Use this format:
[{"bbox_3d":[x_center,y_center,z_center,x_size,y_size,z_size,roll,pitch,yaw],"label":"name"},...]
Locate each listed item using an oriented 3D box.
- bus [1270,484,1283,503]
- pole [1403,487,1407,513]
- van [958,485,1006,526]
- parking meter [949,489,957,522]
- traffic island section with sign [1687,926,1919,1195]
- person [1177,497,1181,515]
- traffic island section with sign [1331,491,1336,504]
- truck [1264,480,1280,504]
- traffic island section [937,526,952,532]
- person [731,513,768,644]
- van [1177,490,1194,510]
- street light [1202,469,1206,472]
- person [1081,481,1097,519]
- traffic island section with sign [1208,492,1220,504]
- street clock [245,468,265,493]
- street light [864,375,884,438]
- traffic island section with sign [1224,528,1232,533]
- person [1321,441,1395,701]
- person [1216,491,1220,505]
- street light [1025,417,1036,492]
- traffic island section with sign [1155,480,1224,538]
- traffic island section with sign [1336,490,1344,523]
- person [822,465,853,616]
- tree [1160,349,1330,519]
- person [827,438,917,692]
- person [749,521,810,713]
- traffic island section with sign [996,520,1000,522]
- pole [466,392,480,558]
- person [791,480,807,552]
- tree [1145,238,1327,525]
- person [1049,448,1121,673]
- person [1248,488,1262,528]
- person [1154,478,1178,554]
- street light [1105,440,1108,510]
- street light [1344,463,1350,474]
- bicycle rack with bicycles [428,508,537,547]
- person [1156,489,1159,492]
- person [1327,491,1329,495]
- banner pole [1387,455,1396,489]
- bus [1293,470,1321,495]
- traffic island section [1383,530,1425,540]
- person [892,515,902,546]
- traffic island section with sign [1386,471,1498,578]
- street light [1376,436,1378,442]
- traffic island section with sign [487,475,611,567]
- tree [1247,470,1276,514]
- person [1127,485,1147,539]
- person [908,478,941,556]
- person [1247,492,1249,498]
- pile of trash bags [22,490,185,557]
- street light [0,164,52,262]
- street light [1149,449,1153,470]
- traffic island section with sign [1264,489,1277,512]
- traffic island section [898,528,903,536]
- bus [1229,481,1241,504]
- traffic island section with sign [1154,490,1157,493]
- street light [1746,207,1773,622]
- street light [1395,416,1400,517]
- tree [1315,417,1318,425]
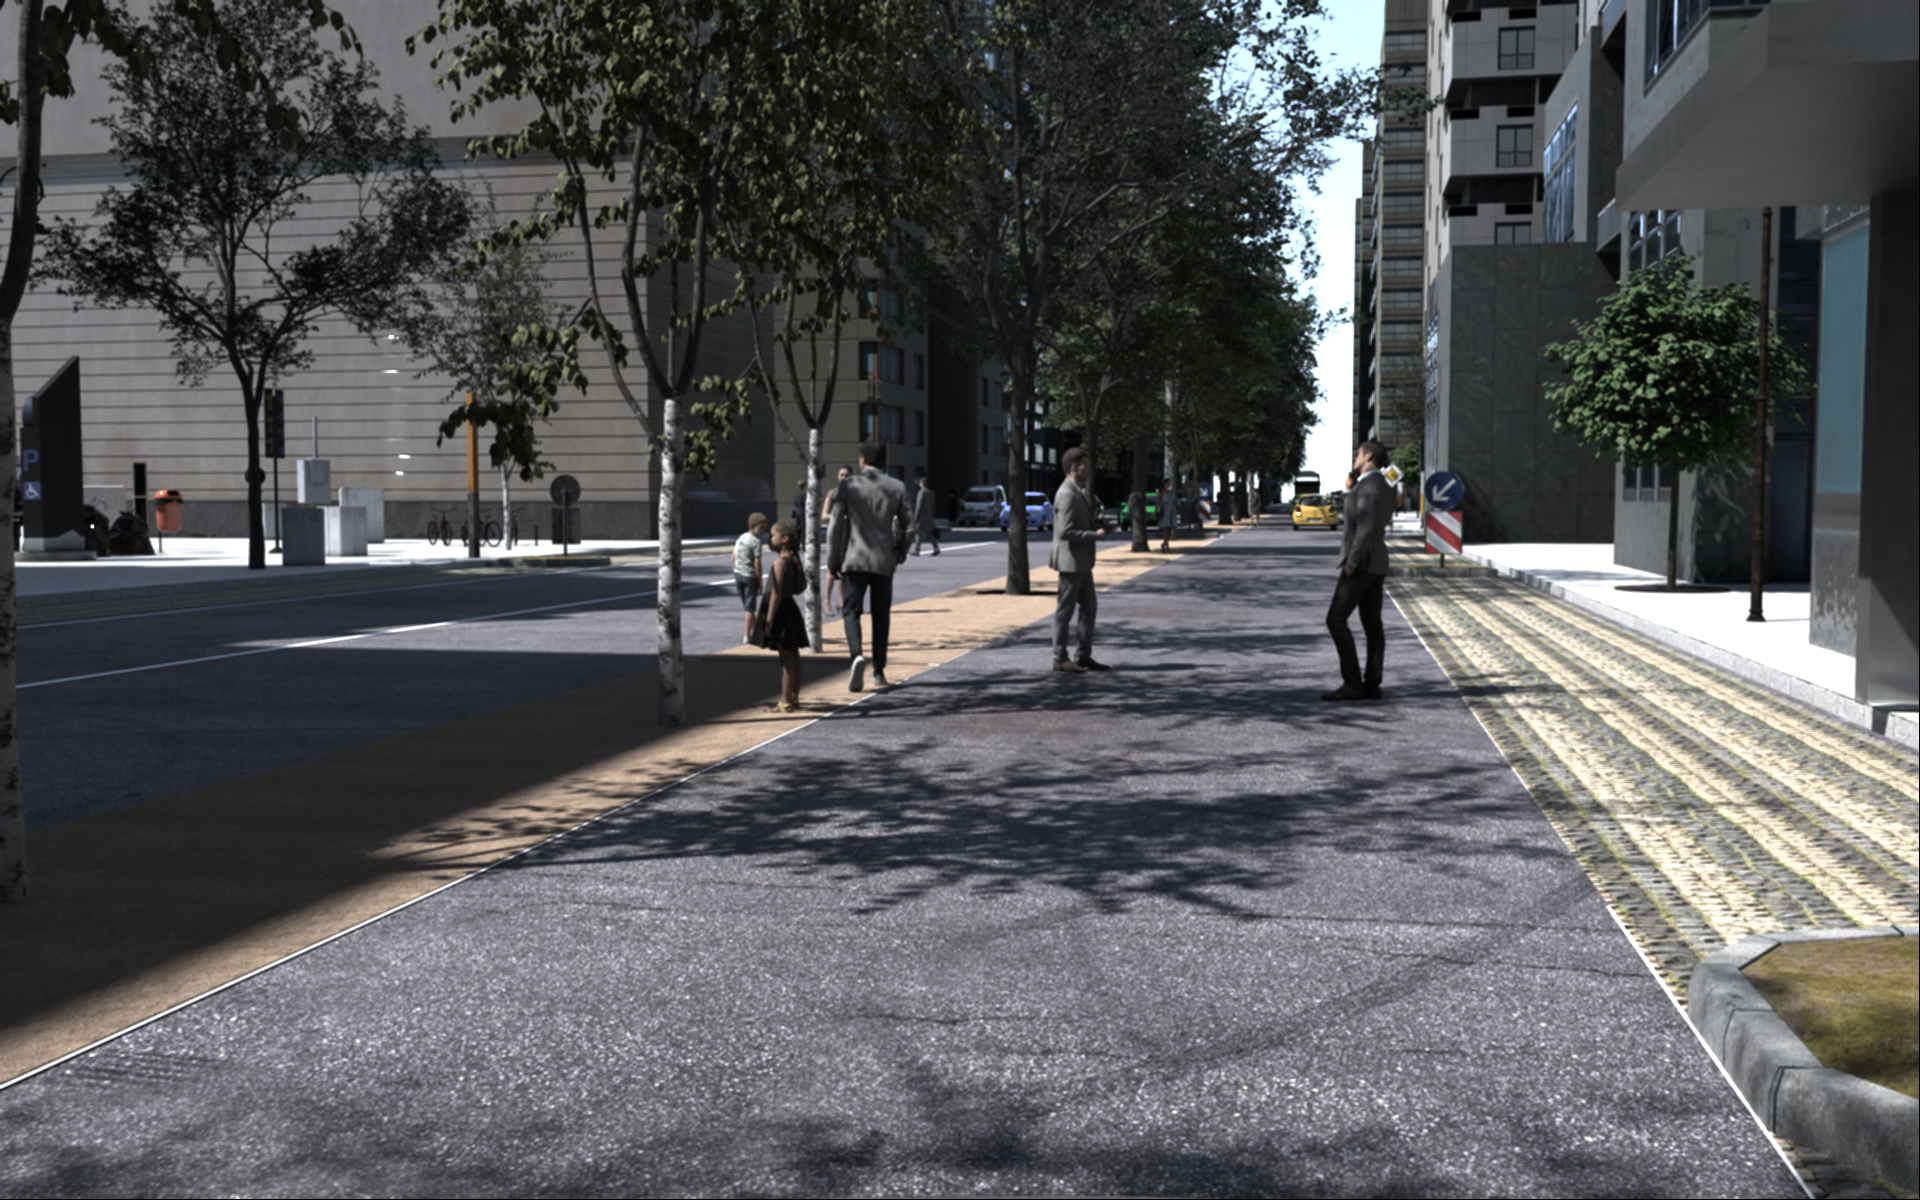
[{"bbox_3d":[52.162,-17.911,287.703,2.948,3.499,13.247,1,4,12],"label":"bus"},{"bbox_3d":[29.504,-7.397,114.777,0.158,3.312,0.155,0,3,0],"label":"pole"},{"bbox_3d":[1.018,-4.325,77.724,2.013,2.044,4.112,1,4,11],"label":"van"},{"bbox_3d":[-0.341,-4.348,79.497,0.372,1.533,0.369,0,3,0],"label":"parking meter"},{"bbox_3d":[2.871,0.280,4.053,1.989,1.847,2.006,1,4,12],"label":"traffic island section with sign"},{"bbox_3d":[14.972,-6.414,118.388,0.382,1.210,0.505,2,4,35],"label":"person"},{"bbox_3d":[25.231,-6.327,112.080,1.989,1.847,2.006,1,4,12],"label":"traffic island section with sign"},{"bbox_3d":[47.312,-16.757,263.727,2.967,4.110,18.799,1,4,11],"label":"truck"},{"bbox_3d":[-1.483,-2.721,66.762,2.009,0.180,2.903,1,4,12],"label":"traffic island section"},{"bbox_3d":[-2.022,-0.213,16.663,0.352,1.250,0.332,-1,4,-12],"label":"person"},{"bbox_3d":[20.523,-9.277,158.692,2.013,2.044,4.112,1,4,11],"label":"van"},{"bbox_3d":[36.824,-17.655,261.449,0.468,5.910,1.993,1,4,12],"label":"street light"},{"bbox_3d":[3.362,-2.339,47.022,0.678,1.792,0.850,-1,4,-9],"label":"person"},{"bbox_3d":[35.532,-14.493,245.593,1.989,1.847,2.006,1,4,12],"label":"traffic island section with sign"},{"bbox_3d":[-19.101,-2.594,46.974,0.358,2.002,0.471,3,5,43],"label":"street clock"},{"bbox_3d":[-3.334,-5.782,67.328,0.468,5.910,1.993,1,4,12],"label":"street light"},{"bbox_3d":[9.027,-3.432,64.245,2.006,1.907,1.989,1,4,12],"label":"traffic island section with sign"},{"bbox_3d":[2.789,-0.210,12.113,0.473,1.802,0.592,3,5,44],"label":"person"},{"bbox_3d":[32.563,-12.858,218.869,0.705,1.807,1.348,-1,4,-17],"label":"person"},{"bbox_3d":[4.221,-8.030,104.072,0.468,5.910,1.993,1,4,12],"label":"street light"},{"bbox_3d":[7.516,-2.988,56.992,2.006,1.907,1.989,1,4,12],"label":"traffic island section with sign"},{"bbox_3d":[19.646,-4.678,85.111,1.989,1.847,2.006,1,4,12],"label":"traffic island section with sign"},{"bbox_3d":[-1.398,-0.714,20.518,0.599,1.781,0.374,-3,5,-42],"label":"person"},{"bbox_3d":[16.400,-11.025,99.729,9.611,12.733,9.660,0,3,0],"label":"tree"},{"bbox_3d":[-0.642,-0.266,12.691,0.661,1.843,0.795,0,4,-7],"label":"person"},{"bbox_3d":[-1.180,0.114,11.310,0.373,1.253,0.362,1,4,14],"label":"person"},{"bbox_3d":[2.906,-4.855,88.000,1.989,1.847,2.006,1,4,12],"label":"traffic island section with sign"},{"bbox_3d":[-9.808,-2.510,34.880,0.158,3.312,0.155,0,3,0],"label":"pole"},{"bbox_3d":[-3.929,-2.075,42.850,0.576,1.772,0.534,1,4,22],"label":"person"},{"bbox_3d":[12.227,-10.410,79.310,9.857,13.997,8.962,0,3,0],"label":"tree"},{"bbox_3d":[1.002,-0.320,13.930,0.583,1.804,0.606,0,4,6],"label":"person"},{"bbox_3d":[12.377,-3.848,72.419,0.522,1.701,0.512,3,5,39],"label":"person"},{"bbox_3d":[4.884,-2.003,41.338,0.616,1.811,0.778,-1,4,-13],"label":"person"},{"bbox_3d":[12.103,-10.365,142.249,0.468,5.910,1.993,1,4,12],"label":"street light"},{"bbox_3d":[57.064,-17.224,254.400,0.468,5.910,1.993,1,4,12],"label":"street light"},{"bbox_3d":[-11.715,-1.806,42.902,2.852,0.926,2.925,-2,4,-30],"label":"bicycle rack with bicycles"},{"bbox_3d":[12.760,-6.308,112.050,0.576,1.772,0.534,1,4,13],"label":"person"},{"bbox_3d":[62.174,-17.427,293.063,1.348,1.869,0.705,-2,4,-25],"label":"person"},{"bbox_3d":[27.710,-7.423,111.375,0.401,3.779,0.863,-3,5,-43],"label":"banner pole"},{"bbox_3d":[36.097,-11.531,180.083,2.896,3.916,12.252,1,4,11],"label":"bus"},{"bbox_3d":[13.831,-2.028,55.445,2.009,0.180,2.903,1,4,12],"label":"traffic island section"},{"bbox_3d":[-1.269,-1.160,32.155,0.352,1.250,0.332,-2,4,-31],"label":"person"},{"bbox_3d":[8.335,-1.335,30.451,1.989,1.847,2.006,1,4,12],"label":"traffic island section with sign"},{"bbox_3d":[32.463,-9.920,134.982,0.468,5.910,1.993,1,4,12],"label":"street light"},{"bbox_3d":[-8.119,-1.594,34.683,1.989,1.847,2.006,1,4,12],"label":"traffic island section with sign"},{"bbox_3d":[17.920,-9.415,106.762,4.360,8.622,3.978,0,3,0],"label":"tree"},{"bbox_3d":[5.733,-2.822,55.313,0.598,1.740,0.731,3,5,41],"label":"person"},{"bbox_3d":[-0.825,-1.925,40.074,0.767,1.812,0.694,3,4,36],"label":"person"},{"bbox_3d":[41.782,-14.769,250.709,1.217,1.736,0.721,1,4,13],"label":"person"},{"bbox_3d":[-17.768,-1.630,36.405,1.912,1.369,3.447,1,4,22],"label":"pile of trash bags"},{"bbox_3d":[-12.646,-3.056,22.761,0.468,5.910,1.993,1,4,12],"label":"street light"},{"bbox_3d":[19.799,-12.633,179.341,0.468,5.910,1.993,1,4,12],"label":"street light"},{"bbox_3d":[24.247,-7.932,137.831,2.006,1.907,1.989,1,4,12],"label":"traffic island section with sign"},{"bbox_3d":[-3.102,-2.242,58.942,2.009,0.180,2.903,1,4,12],"label":"traffic island section"},{"bbox_3d":[38.842,-15.176,242.985,2.948,3.499,13.247,1,4,10],"label":"bus"},{"bbox_3d":[18.710,-9.522,164.320,1.989,1.847,2.006,1,4,12],"label":"traffic island section with sign"},{"bbox_3d":[8.026,-2.722,17.287,0.468,5.910,1.993,1,4,12],"label":"street light"},{"bbox_3d":[24.803,-7.674,98.260,0.468,5.910,1.993,1,4,12],"label":"street light"},{"bbox_3d":[21.583,-11.529,125.374,8.767,10.594,7.601,1,4,12],"label":"tree"}]
